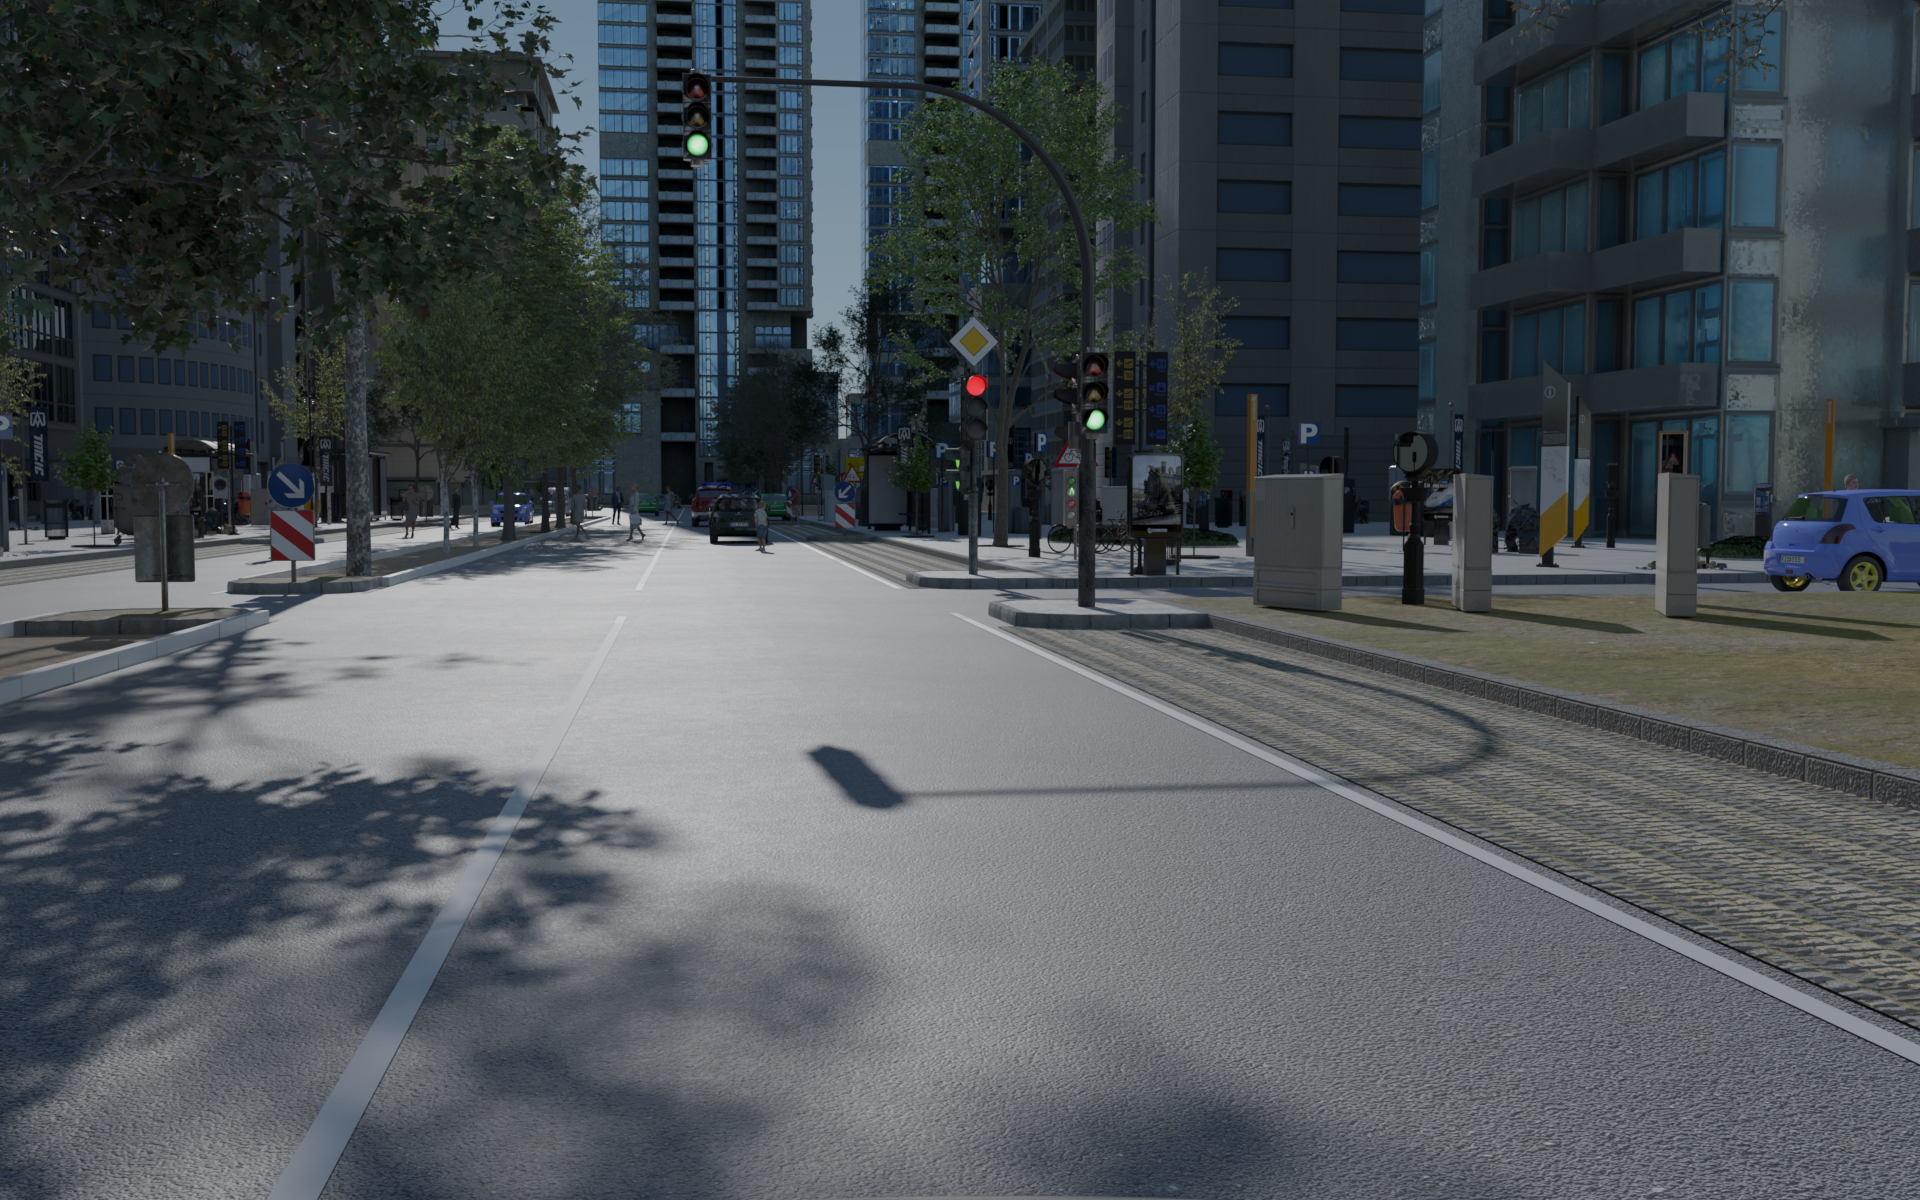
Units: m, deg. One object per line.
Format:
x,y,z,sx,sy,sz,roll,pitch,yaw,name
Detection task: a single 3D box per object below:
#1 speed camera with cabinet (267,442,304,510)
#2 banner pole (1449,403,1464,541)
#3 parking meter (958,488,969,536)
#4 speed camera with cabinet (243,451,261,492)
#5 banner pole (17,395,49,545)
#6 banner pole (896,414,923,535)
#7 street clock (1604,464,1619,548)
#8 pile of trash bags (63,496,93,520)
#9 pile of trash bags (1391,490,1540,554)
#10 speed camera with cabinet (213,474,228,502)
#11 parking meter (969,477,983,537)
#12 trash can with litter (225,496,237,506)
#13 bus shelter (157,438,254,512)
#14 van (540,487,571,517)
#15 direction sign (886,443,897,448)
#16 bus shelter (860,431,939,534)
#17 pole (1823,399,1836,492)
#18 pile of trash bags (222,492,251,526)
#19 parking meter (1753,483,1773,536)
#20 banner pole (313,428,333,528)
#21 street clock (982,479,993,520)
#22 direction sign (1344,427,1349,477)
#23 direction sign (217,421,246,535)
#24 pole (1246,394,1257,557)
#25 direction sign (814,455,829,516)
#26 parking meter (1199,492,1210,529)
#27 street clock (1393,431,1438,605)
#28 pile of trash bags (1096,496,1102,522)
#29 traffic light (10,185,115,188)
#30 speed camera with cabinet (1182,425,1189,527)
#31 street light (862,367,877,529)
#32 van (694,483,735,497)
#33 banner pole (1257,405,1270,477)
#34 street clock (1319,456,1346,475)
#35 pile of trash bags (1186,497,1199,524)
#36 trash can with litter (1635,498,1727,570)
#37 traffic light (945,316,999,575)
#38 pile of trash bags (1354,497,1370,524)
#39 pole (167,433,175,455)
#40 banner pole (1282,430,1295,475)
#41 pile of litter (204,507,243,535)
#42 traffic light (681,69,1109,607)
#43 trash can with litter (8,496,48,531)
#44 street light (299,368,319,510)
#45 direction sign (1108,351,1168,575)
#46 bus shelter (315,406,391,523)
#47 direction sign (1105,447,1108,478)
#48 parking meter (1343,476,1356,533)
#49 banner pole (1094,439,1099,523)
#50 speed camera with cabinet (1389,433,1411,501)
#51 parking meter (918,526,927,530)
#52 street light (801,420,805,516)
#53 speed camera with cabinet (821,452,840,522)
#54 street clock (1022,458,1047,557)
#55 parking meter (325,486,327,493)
-26.068,-4.442,66.963,0.660,3.252,2.038,0,4,2,speed camera with cabinet
13.620,-3.526,47.667,0.863,3.779,0.401,-3,5,-42,banner pole
0.118,-2.764,53.605,0.372,1.533,0.369,0,3,0,parking meter
-32.298,-5.227,79.796,0.660,3.252,2.038,0,4,3,speed camera with cabinet
-23.453,-3.290,43.816,0.863,3.779,0.401,0,4,-3,banner pole
-1.596,-3.952,54.631,0.863,3.779,0.401,1,4,9,banner pole
15.512,-2.243,41.239,0.358,2.002,0.471,1,4,15,street clock
-43.512,-4.586,84.728,3.447,1.369,1.912,-1,4,-21,pile of trash bags
11.280,-1.745,38.282,3.447,1.369,1.912,1,4,20,pile of trash bags
-35.813,-5.368,82.098,2.038,3.252,0.660,-2,4,-25,speed camera with cabinet
0.486,-2.853,52.363,0.399,1.863,0.255,0,4,4,parking meter
-40.189,-5.110,94.940,0.624,1.170,1.055,3,4,36,trash can with litter
-28.473,-4.386,65.627,2.014,3.302,5.546,-1,4,-9,bus shelter
-24.715,-6.079,106.410,2.013,2.044,4.112,0,4,-8,van
-3.117,-5.224,77.409,0.379,3.537,0.876,3,5,39,direction sign
-2.079,-3.913,57.896,2.014,3.302,5.546,-1,4,-9,bus shelter
18.677,-2.654,37.236,0.158,3.312,0.155,0,3,0,pole
-29.866,-3.733,70.783,3.447,1.369,1.912,3,5,42,pile of trash bags
18.232,-1.891,39.332,0.372,1.533,0.369,0,3,0,parking meter
-24.159,-4.621,65.574,0.863,3.779,0.401,-1,4,-11,banner pole
1.468,-4.891,84.531,0.471,2.002,0.358,1,4,12,street clock
13.188,-4.108,59.165,0.379,3.537,0.876,1,4,20,direction sign
-22.695,-3.793,54.013,0.876,3.537,0.379,0,3,0,direction sign
5.980,-2.549,35.511,0.158,3.312,0.155,0,3,0,pole
-8.108,-6.694,101.441,0.876,3.537,0.379,-1,4,-18,direction sign
8.699,-3.259,61.701,0.372,1.533,0.369,0,3,0,parking meter
5.274,-0.950,20.101,0.358,2.002,0.471,-3,5,-43,street clock
6.851,-4.287,79.849,1.912,1.369,3.447,2,4,28,pile of trash bags
-13.872,-3.102,25.383,4.771,5.953,1.251,-1,4,-9,traffic light
6.224,-3.439,50.556,0.660,3.252,2.038,0,4,-3,speed camera with cabinet
-3.316,-5.531,63.228,0.468,5.910,1.993,-1,4,-9,street light
-13.328,-5.502,94.340,2.240,2.365,5.245,-1,4,-9,van
8.509,-3.585,48.627,0.401,3.779,0.863,3,5,42,banner pole
7.118,-1.747,33.132,0.358,2.002,0.471,-3,5,-40,street clock
9.195,-3.884,73.262,1.912,1.369,3.447,2,4,25,pile of trash bags
12.421,-1.155,29.946,2.233,1.210,1.678,-2,4,-28,trash can with litter
0.192,-2.361,27.528,0.839,4.253,0.868,-1,4,-9,traffic light
16.728,-3.981,74.840,1.912,1.369,3.447,1,4,13,pile of trash bags
-26.389,-3.925,58.016,0.158,3.312,0.155,0,3,0,pole
12.887,-4.765,67.929,0.401,3.779,0.863,-2,4,-30,banner pole
-23.674,-2.534,55.395,1.176,0.858,1.719,2,4,33,pile of litter
-0.642,-2.722,19.178,4.771,5.953,1.251,-1,4,-9,traffic light
-33.091,-3.051,60.934,2.233,1.210,1.678,1,4,16,trash can with litter
-23.943,-5.570,63.856,0.468,5.910,1.993,-1,4,-9,street light
2.874,-2.177,27.587,0.876,3.537,0.379,-1,4,-9,direction sign
-28.775,-6.382,81.973,2.179,5.291,8.768,-1,4,-9,bus shelter
7.264,-5.604,83.619,0.379,3.537,0.876,3,5,44,direction sign
12.739,-3.123,56.770,0.399,1.863,0.255,2,4,35,parking meter
5.806,-5.321,77.015,0.863,3.779,0.401,-1,4,-21,banner pole
14.603,-3.770,55.969,0.660,3.252,2.038,-1,4,-14,speed camera with cabinet
-1.341,-3.389,61.116,0.255,1.863,0.399,-2,4,-33,parking meter
-9.279,-7.888,101.751,0.468,5.910,1.993,-1,4,-9,street light
-6.017,-5.278,80.635,0.660,3.252,2.038,-1,4,-12,speed camera with cabinet
1.516,-1.873,35.198,0.471,2.002,0.358,-2,4,-23,street clock
-32.264,-5.067,88.558,0.399,1.863,0.255,-1,4,-21,parking meter
